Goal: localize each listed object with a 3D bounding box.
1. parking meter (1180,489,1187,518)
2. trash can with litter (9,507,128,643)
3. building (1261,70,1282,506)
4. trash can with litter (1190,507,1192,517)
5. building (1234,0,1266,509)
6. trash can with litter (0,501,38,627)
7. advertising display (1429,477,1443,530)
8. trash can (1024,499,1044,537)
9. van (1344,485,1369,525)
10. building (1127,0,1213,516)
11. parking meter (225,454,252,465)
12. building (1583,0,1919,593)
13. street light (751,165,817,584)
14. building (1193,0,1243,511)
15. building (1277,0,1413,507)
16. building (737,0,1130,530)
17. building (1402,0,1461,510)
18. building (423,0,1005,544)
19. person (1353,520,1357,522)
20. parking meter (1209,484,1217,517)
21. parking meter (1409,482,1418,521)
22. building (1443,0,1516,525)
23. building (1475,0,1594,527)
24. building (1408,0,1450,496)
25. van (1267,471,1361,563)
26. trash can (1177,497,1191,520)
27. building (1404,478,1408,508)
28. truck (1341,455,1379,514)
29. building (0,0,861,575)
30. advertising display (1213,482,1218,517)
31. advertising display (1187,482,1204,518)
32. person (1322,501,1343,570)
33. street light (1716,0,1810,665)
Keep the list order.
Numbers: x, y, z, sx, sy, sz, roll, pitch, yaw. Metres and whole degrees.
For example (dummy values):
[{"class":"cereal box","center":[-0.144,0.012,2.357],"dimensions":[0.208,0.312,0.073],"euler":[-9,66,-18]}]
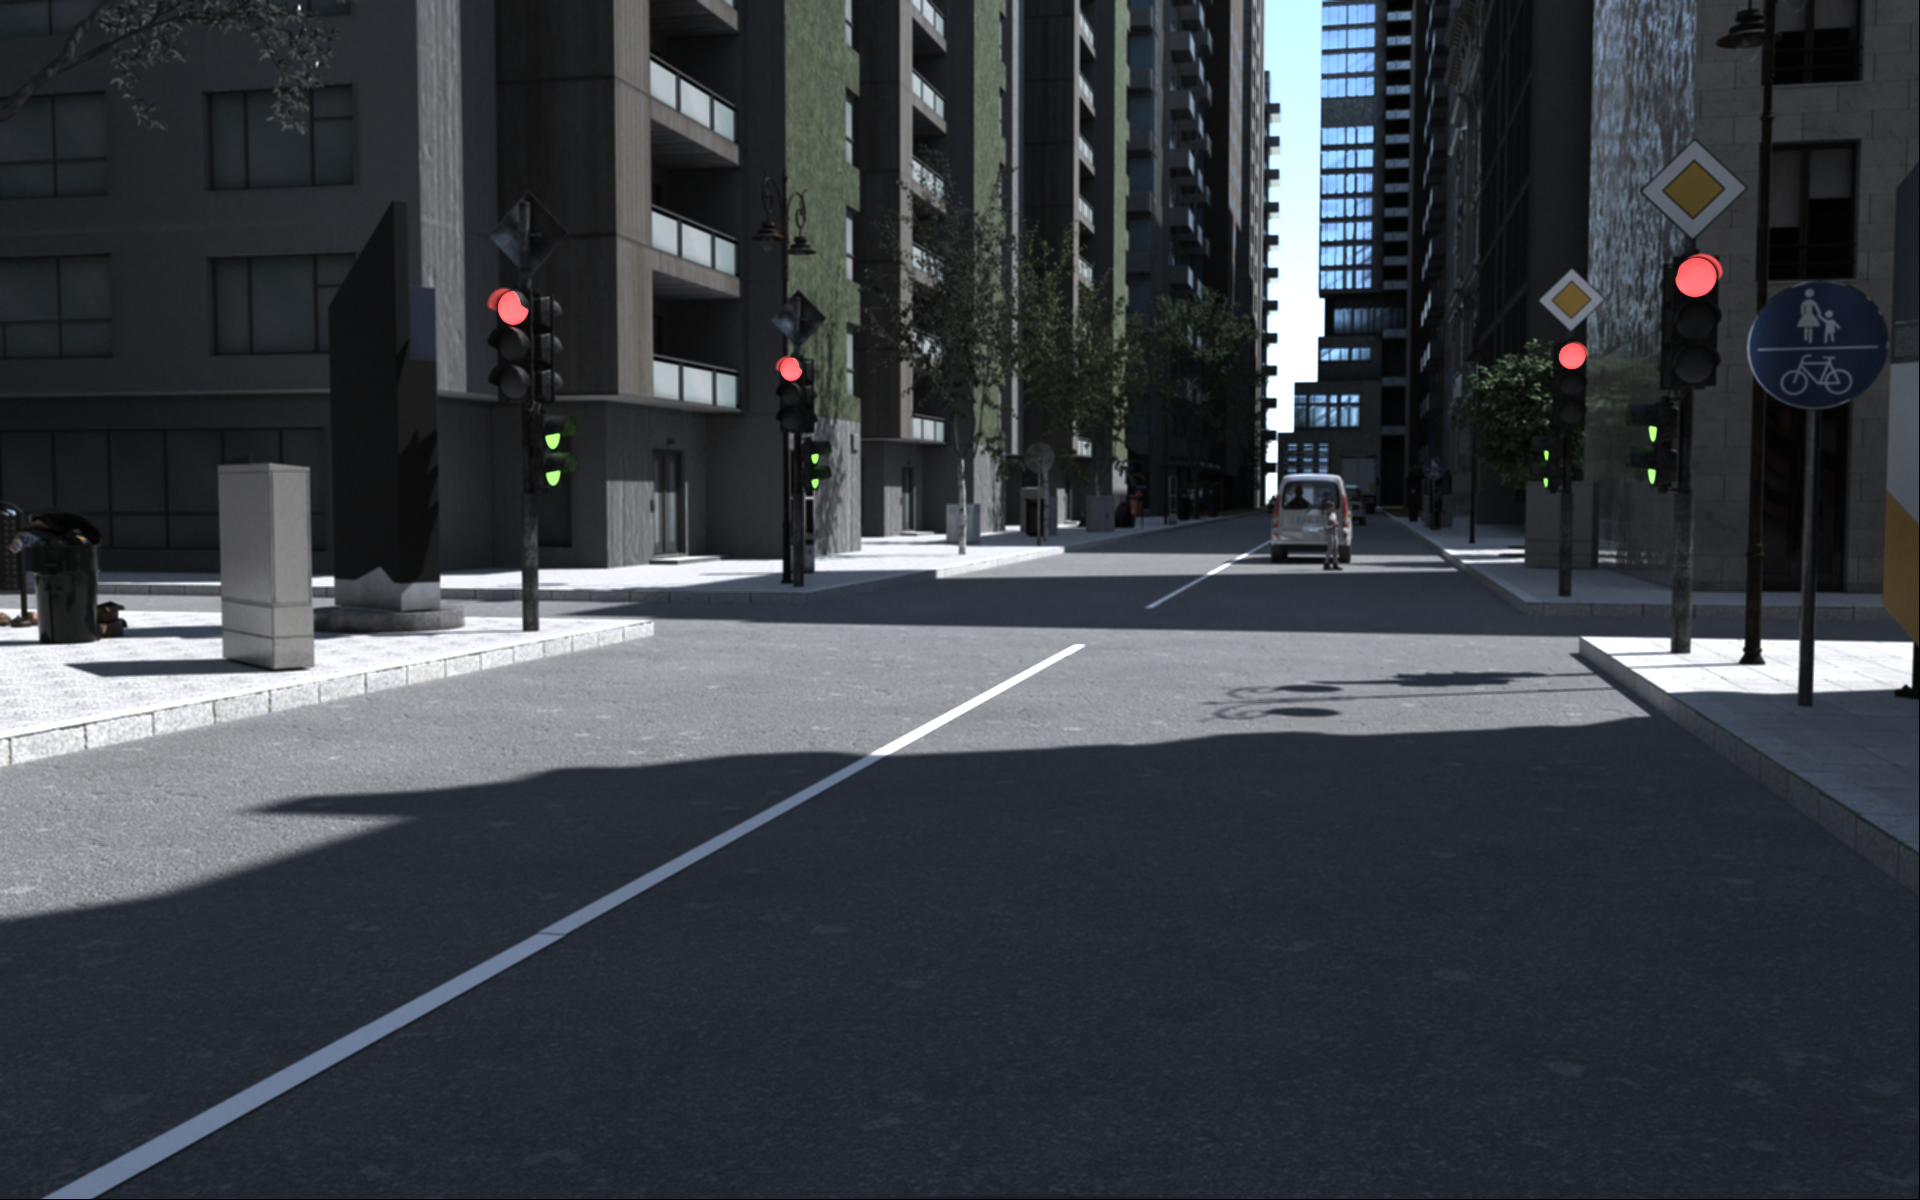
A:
[{"class":"parking meter","center":[11.667,-5.016,90.423],"dimensions":[0.372,1.533,0.369],"euler":[0,3,0]},{"class":"trash can with litter","center":[-7.787,-0.233,15.203],"dimensions":[0.624,1.170,1.055],"euler":[0,4,-4]},{"class":"building","center":[20.351,-35.119,193.800],"dimensions":[30.456,49.044,23.786],"euler":[1,4,13]},{"class":"trash can with litter","center":[12.890,-5.235,96.973],"dimensions":[0.624,1.170,1.055],"euler":[-1,4,-17]},{"class":"building","center":[17.488,-44.234,161.472],"dimensions":[20.611,71.187,20.563],"euler":[1,4,13]},{"class":"trash can with litter","center":[-9.772,-0.369,17.095],"dimensions":[2.233,1.210,1.678],"euler":[0,4,7]},{"class":"advertising display","center":[17.205,-3.511,62.615],"dimensions":[0.123,1.923,0.974],"euler":[2,4,35]},{"class":"trash can","center":[2.308,-2.496,52.469],"dimensions":[0.748,1.137,0.748],"euler":[0,3,0]},{"class":"van","center":[18.033,-4.506,80.687],"dimensions":[2.013,2.044,4.112],"euler":[1,4,12]},{"class":"building","center":[4.744,-30.259,114.337],"dimensions":[23.786,49.044,30.456],"euler":[1,4,13]},{"class":"parking meter","center":[-10.598,-1.207,25.450],"dimensions":[0.399,1.863,0.255],"euler":[-2,4,-25]},{"class":"building","center":[18.854,-10.435,25.361],"dimensions":[16.860,20.320,10.420],"euler":[1,4,13]},{"class":"street light","center":[-2.490,-3.178,24.741],"dimensions":[0.468,5.910,1.993],"euler":[1,4,13]},{"class":"building","center":[14.582,-29.698,135.679],"dimensions":[14.600,45.320,14.200],"euler":[1,4,13]},{"class":"building","center":[50.689,-53.392,185.623],"dimensions":[31.000,86.520,22.319],"euler":[1,4,13]},{"class":"building","center":[-0.464,-23.970,75.512],"dimensions":[14.154,41.232,14.086],"euler":[1,4,13]},{"class":"building","center":[44.834,-30.276,145.127],"dimensions":[14.600,45.320,14.200],"euler":[1,4,13]},{"class":"building","center":[-6.780,-22.676,54.340],"dimensions":[14.154,41.232,14.086],"euler":[1,4,13]},{"class":"person","center":[19.784,-4.840,87.726],"dimensions":[0.635,1.810,0.391],"euler":[2,4,26]},{"class":"parking meter","center":[13.945,-5.495,95.553],"dimensions":[0.255,1.863,0.399],"euler":[-2,4,-33]},{"class":"parking meter","center":[21.277,-4.623,81.303],"dimensions":[0.399,1.863,0.255],"euler":[2,4,26]},{"class":"building","center":[30.275,-17.988,81.495],"dimensions":[14.401,28.519,23.554],"euler":[1,4,13]},{"class":"building","center":[25.334,-16.144,57.455],"dimensions":[14.314,27.812,24.014],"euler":[1,4,13]},{"class":"building","center":[44.510,-30.741,122.227],"dimensions":[23.786,49.044,30.456],"euler":[1,4,13]},{"class":"van","center":[7.640,-1.864,37.495],"dimensions":[2.013,2.044,4.112],"euler":[1,4,13]},{"class":"trash can","center":[10.895,-4.444,84.319],"dimensions":[0.748,1.137,0.748],"euler":[0,3,0]},{"class":"building","center":[48.238,-29.074,158.956],"dimensions":[14.154,41.232,14.086],"euler":[1,4,13]},{"class":"truck","center":[29.825,-8.591,129.374],"dimensions":[2.839,4.237,11.283],"euler":[1,4,14]},{"class":"building","center":[-10.591,-21.346,32.597],"dimensions":[14.154,41.232,14.086],"euler":[1,4,13]},{"class":"advertising display","center":[14.208,-5.571,96.299],"dimensions":[0.123,1.923,0.974],"euler":[0,4,-1]},{"class":"advertising display","center":[12.809,-5.450,94.322],"dimensions":[0.974,1.923,0.123],"euler":[2,4,30]},{"class":"person","center":[7.007,-1.210,32.564],"dimensions":[0.394,1.301,0.425],"euler":[2,4,27]},{"class":"street light","center":[5.986,-2.454,12.909],"dimensions":[0.468,5.910,1.993],"euler":[1,4,13]}]
